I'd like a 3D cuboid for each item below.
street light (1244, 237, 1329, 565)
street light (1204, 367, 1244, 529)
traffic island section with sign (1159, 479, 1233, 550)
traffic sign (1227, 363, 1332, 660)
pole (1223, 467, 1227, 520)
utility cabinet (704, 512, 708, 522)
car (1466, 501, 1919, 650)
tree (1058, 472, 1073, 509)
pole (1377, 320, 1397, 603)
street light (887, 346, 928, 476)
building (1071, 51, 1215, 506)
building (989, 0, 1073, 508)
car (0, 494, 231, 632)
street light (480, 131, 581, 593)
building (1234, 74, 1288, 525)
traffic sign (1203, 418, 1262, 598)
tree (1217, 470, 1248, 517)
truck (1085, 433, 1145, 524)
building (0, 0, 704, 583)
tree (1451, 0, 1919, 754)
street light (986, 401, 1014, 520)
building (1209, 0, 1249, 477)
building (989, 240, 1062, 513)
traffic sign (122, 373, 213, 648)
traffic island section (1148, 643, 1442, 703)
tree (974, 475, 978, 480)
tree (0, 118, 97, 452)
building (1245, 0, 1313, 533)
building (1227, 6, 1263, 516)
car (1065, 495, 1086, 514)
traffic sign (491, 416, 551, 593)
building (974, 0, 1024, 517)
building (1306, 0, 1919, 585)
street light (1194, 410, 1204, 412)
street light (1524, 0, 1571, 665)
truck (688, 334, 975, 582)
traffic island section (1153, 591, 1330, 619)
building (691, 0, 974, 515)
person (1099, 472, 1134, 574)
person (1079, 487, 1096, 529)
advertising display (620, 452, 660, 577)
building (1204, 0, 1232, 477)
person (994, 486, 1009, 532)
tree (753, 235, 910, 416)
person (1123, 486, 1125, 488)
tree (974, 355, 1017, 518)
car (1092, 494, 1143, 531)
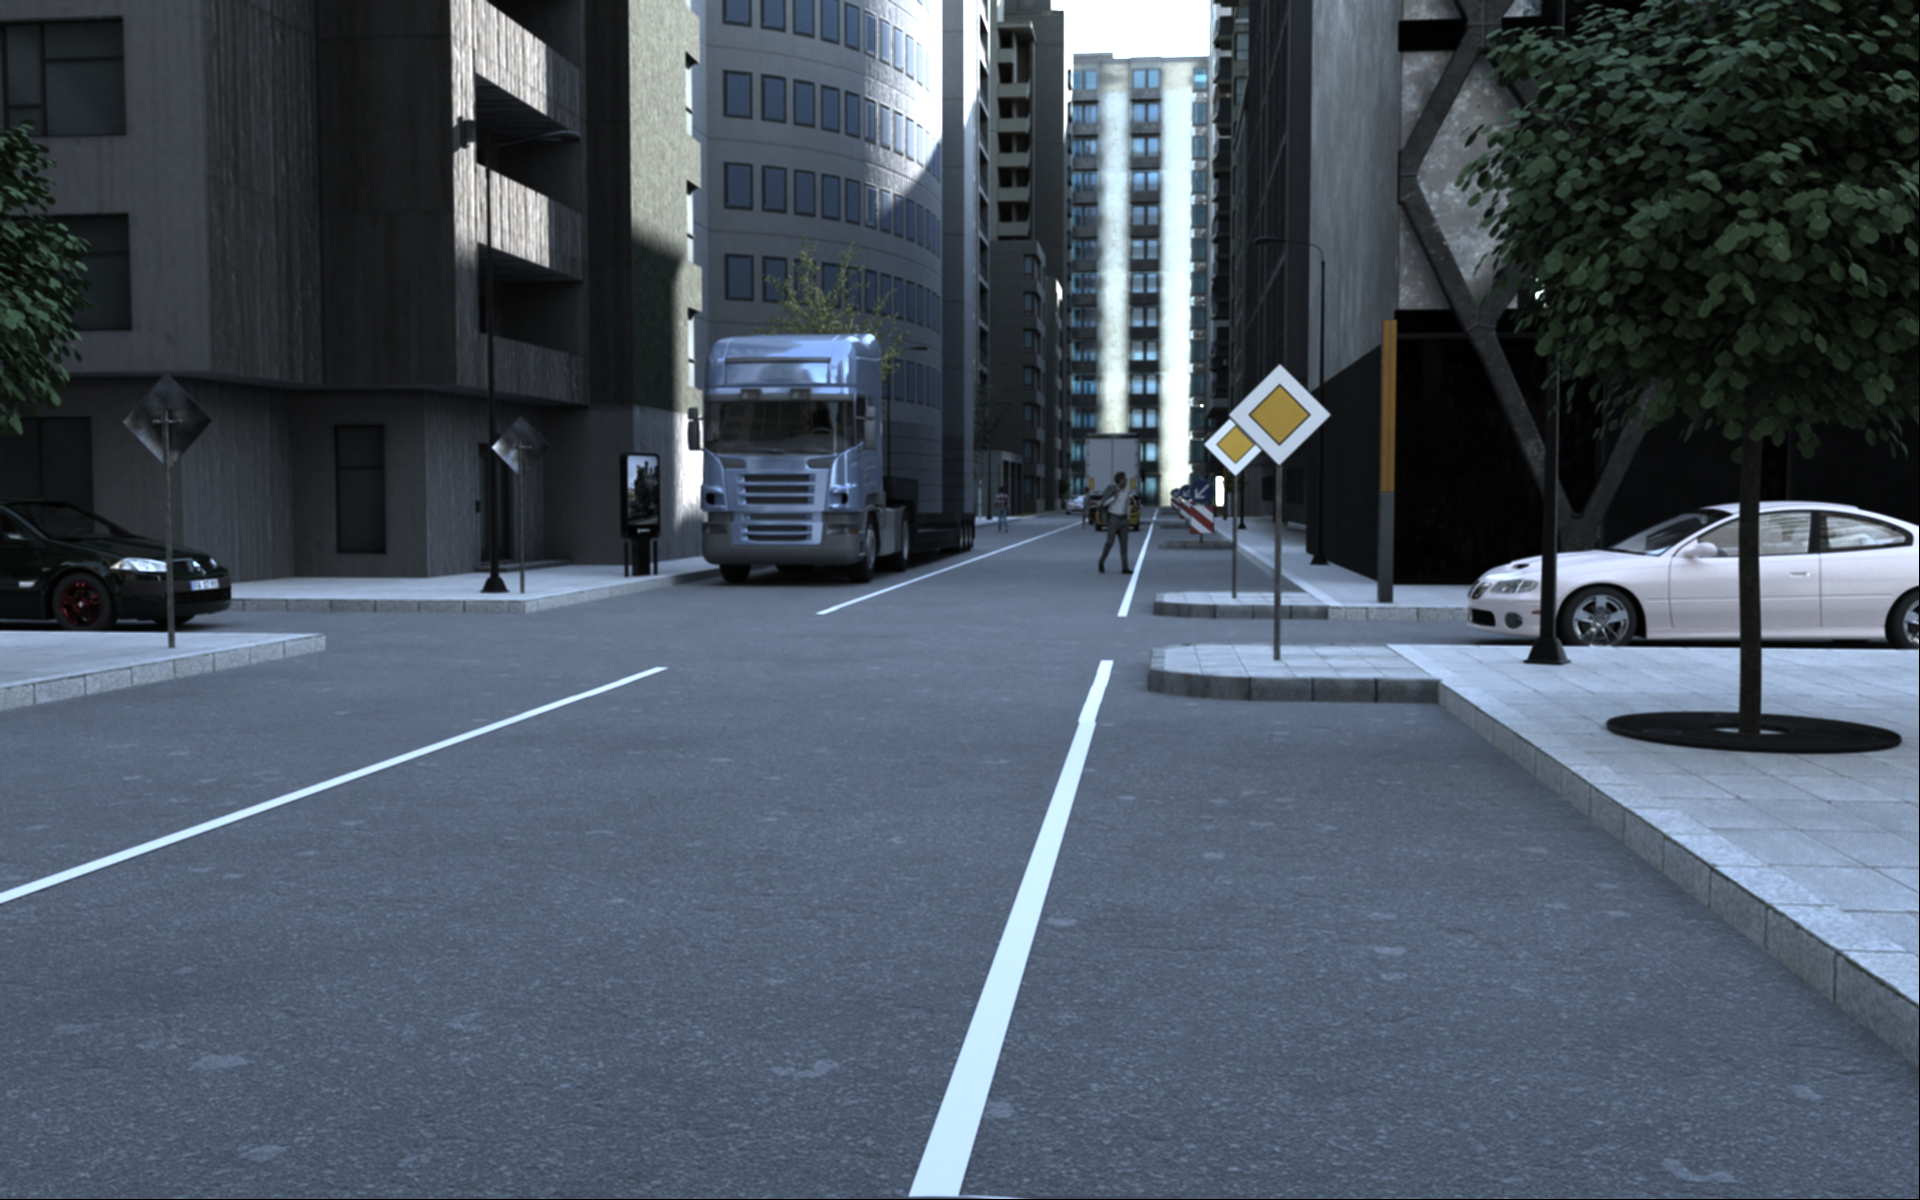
[{"bbox_3d":[6.000,-3.600,31.397,1.470,5.913,1.316,0,4,7],"label":"street light"},{"bbox_3d":[9.823,-5.566,63.543,1.470,5.913,1.316,0,4,7],"label":"street light"},{"bbox_3d":[6.265,-2.272,45.779,1.989,1.847,2.006,0,4,7],"label":"traffic island section with sign"},{"bbox_3d":[2.448,-0.593,13.333,0.795,2.450,0.064,0,4,7],"label":"traffic sign"},{"bbox_3d":[13.066,-5.592,85.271,0.158,3.312,0.155,0,3,0],"label":"pole"},{"bbox_3d":[-6.858,-2.124,43.407,0.318,1.500,1.173,3,4,39],"label":"utility cabinet"},{"bbox_3d":[7.179,-0.223,16.009,4.827,1.381,2.083,0,4,5],"label":"car"},{"bbox_3d":[8.751,-9.479,149.587,1.663,3.219,1.824,0,3,0],"label":"tree"},{"bbox_3d":[5.031,-1.625,20.405,0.158,3.312,0.155,0,3,0],"label":"pole"},{"bbox_3d":[-1.715,-5.015,54.531,1.470,5.913,1.316,0,4,7],"label":"street light"},{"bbox_3d":[13.891,-34.930,190.710,30.456,49.044,23.786,0,4,7],"label":"building"},{"bbox_3d":[-0.486,-33.009,163.398,21.600,48.544,21.300,0,4,7],"label":"building"},{"bbox_3d":[-9.983,-0.530,18.452,4.222,1.686,2.009,0,4,8],"label":"car"},{"bbox_3d":[-5.543,-3.049,22.386,1.470,5.913,1.316,0,4,7],"label":"street light"},{"bbox_3d":[20.216,-15.898,79.005,14.314,24.678,30.058,0,4,7],"label":"building"},{"bbox_3d":[3.375,-1.078,21.264,0.795,2.450,0.064,0,4,7],"label":"traffic sign"},{"bbox_3d":[15.458,-6.345,98.347,1.663,3.219,1.824,0,3,0],"label":"tree"},{"bbox_3d":[7.662,-5.909,85.523,2.839,4.237,11.283,0,4,7],"label":"truck"},{"bbox_3d":[-13.091,-15.744,29.114,14.160,30.474,14.107,0,4,7],"label":"building"},{"bbox_3d":[4.300,-1.556,9.155,4.285,4.588,4.351,0,3,0],"label":"tree"},{"bbox_3d":[2.013,-6.992,86.853,1.470,5.913,1.316,0,4,7],"label":"street light"},{"bbox_3d":[29.699,-28.867,126.605,22.147,44.769,28.867,0,4,7],"label":"building"},{"bbox_3d":[-6.828,-17.659,133.769,27.650,21.520,28.899,0,4,7],"label":"building"},{"bbox_3d":[-6.582,-0.658,14.405,0.795,2.450,0.064,0,4,7],"label":"traffic sign"},{"bbox_3d":[2.473,0.543,13.407,2.009,0.180,2.903,0,4,7],"label":"traffic island section"},{"bbox_3d":[-0.138,-5.480,84.191,1.663,3.219,1.824,0,3,0],"label":"tree"},{"bbox_3d":[-7.693,-1.734,12.064,4.285,4.588,4.351,0,3,0],"label":"tree"},{"bbox_3d":[16.264,-15.815,52.090,14.314,27.812,24.014,0,4,7],"label":"building"},{"bbox_3d":[23.529,-20.445,105.984,14.160,30.474,14.107,0,4,7],"label":"building"},{"bbox_3d":[8.486,-6.779,123.198,2.083,1.381,4.827,0,4,5],"label":"car"},{"bbox_3d":[-5.655,-1.143,22.336,0.795,2.450,0.064,0,4,7],"label":"traffic sign"},{"bbox_3d":[-6.579,-40.905,107.054,20.563,71.187,20.611,0,4,7],"label":"building"},{"bbox_3d":[14.916,-9.827,28.118,16.811,18.784,16.820,0,4,7],"label":"building"},{"bbox_3d":[13.591,-7.532,95.695,1.470,5.913,1.316,0,4,7],"label":"street light"},{"bbox_3d":[3.929,-2.478,13.059,1.470,5.913,1.316,0,4,7],"label":"street light"},{"bbox_3d":[-1.854,-2.769,35.039,2.967,4.110,18.799,0,4,6],"label":"truck"},{"bbox_3d":[3.400,0.058,21.339,2.009,0.180,2.903,0,4,7],"label":"traffic island section"},{"bbox_3d":[-11.393,-32.196,68.398,21.231,58.520,28.212,0,4,7],"label":"building"},{"bbox_3d":[2.798,-1.388,31.294,0.679,1.850,0.850,-3,4,-36],"label":"person"},{"bbox_3d":[5.291,-3.832,71.909,0.760,1.731,0.466,-2,4,-32],"label":"person"},{"bbox_3d":[-5.010,-1.342,27.159,0.123,1.923,0.974,1,4,21],"label":"advertising display"},{"bbox_3d":[35.945,-34.599,154.929,28.713,52.752,27.495,0,4,7],"label":"building"},{"bbox_3d":[1.574,-3.416,65.185,0.563,1.720,0.643,0,4,-2],"label":"person"},{"bbox_3d":[-3.768,-6.105,50.175,4.737,8.622,4.395,0,3,0],"label":"tree"},{"bbox_3d":[6.802,-3.961,73.279,0.660,1.820,0.620,1,4,19],"label":"person"},{"bbox_3d":[0.837,-8.620,91.292,4.360,8.622,3.978,0,3,0],"label":"tree"},{"bbox_3d":[6.211,-3.547,68.225,2.015,1.641,3.980,0,4,5],"label":"car"}]
